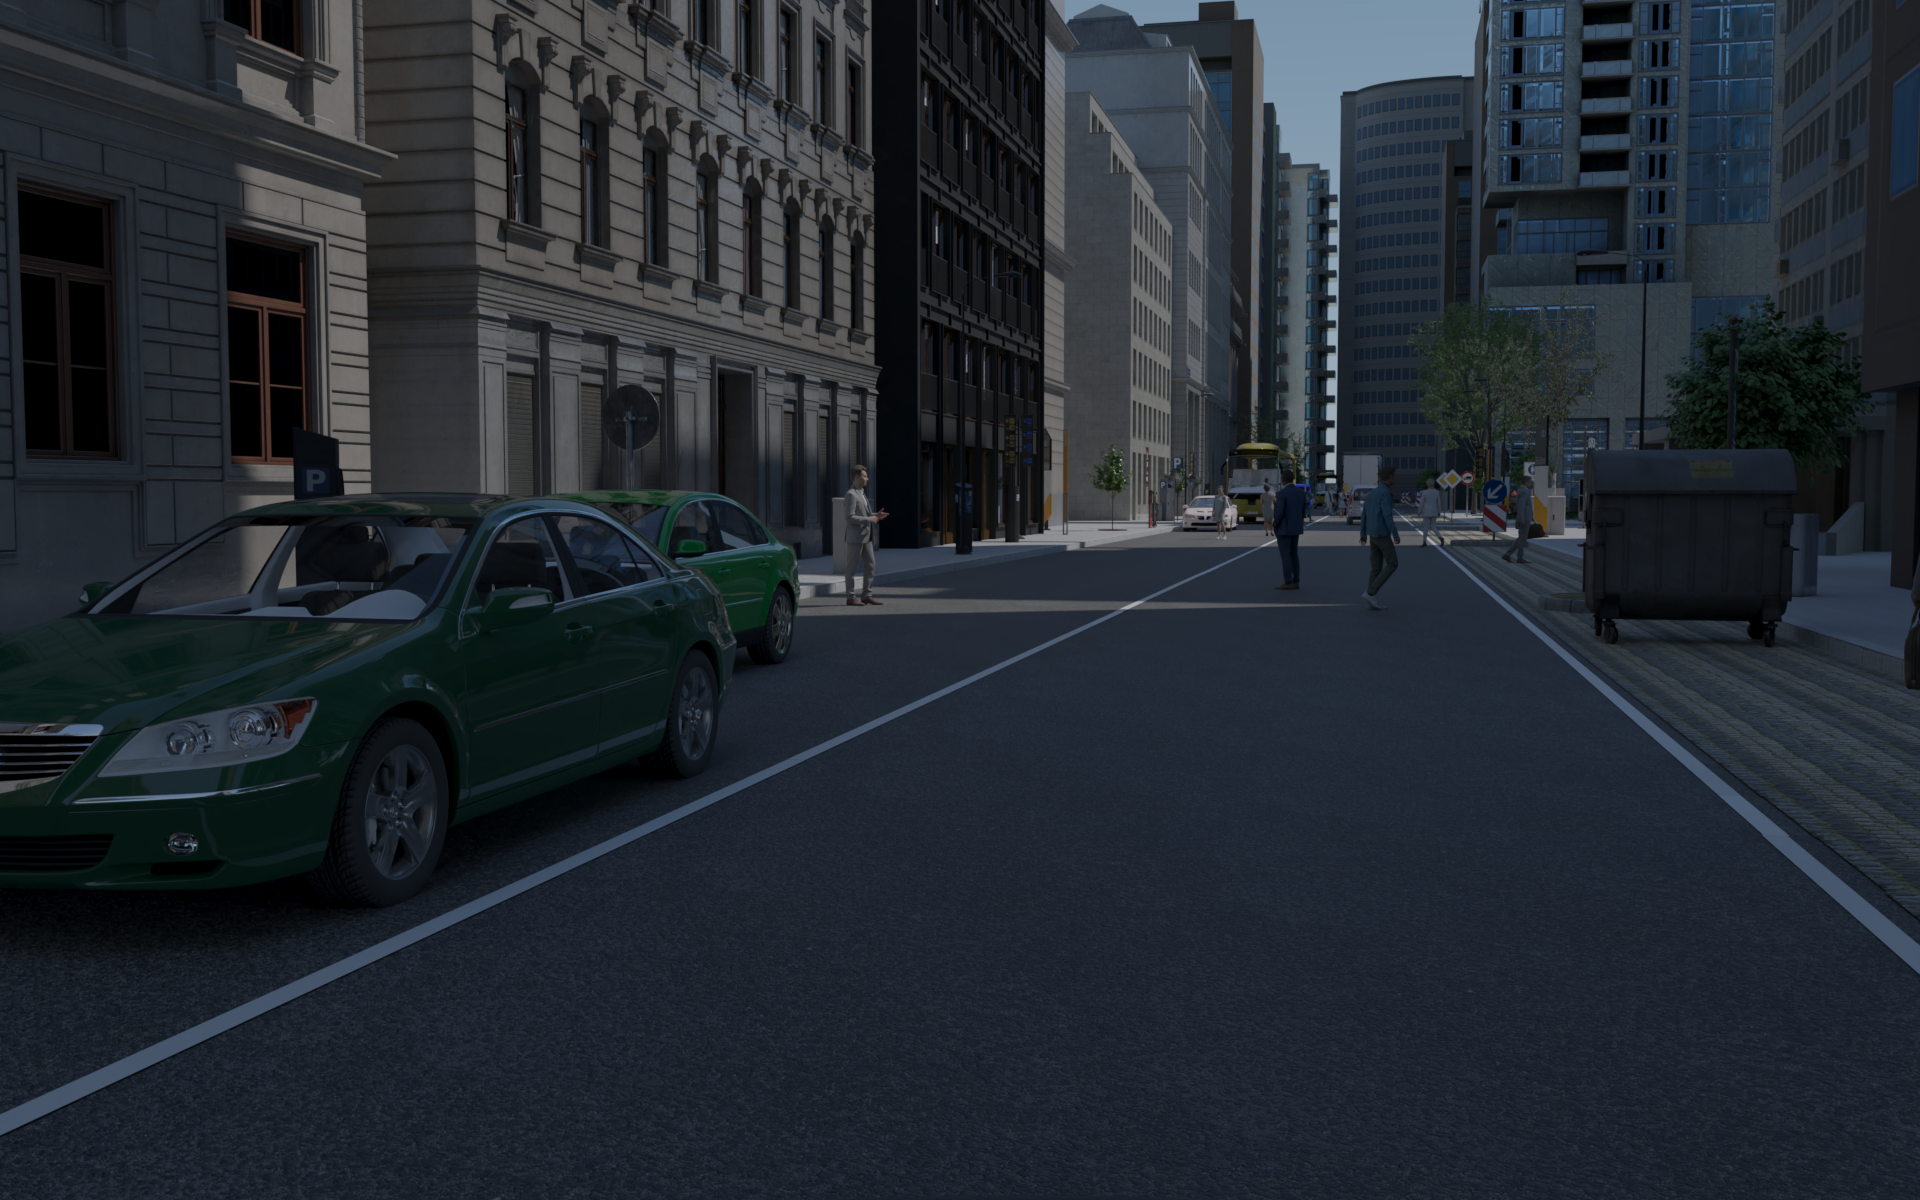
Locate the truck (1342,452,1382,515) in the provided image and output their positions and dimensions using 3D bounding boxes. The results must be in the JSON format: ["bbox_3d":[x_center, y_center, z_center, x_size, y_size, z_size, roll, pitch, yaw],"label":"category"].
[{"bbox_3d":[28.138,-8.073,120.908,2.839,4.237,11.283,1,4,15],"label":"truck"}]

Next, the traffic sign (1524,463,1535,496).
[{"bbox_3d":[18.236,-3.239,55.085,0.606,2.300,0.079,1,4,18],"label":"traffic sign"}]

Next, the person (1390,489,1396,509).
[{"bbox_3d":[31.875,-7.324,128.234,0.794,1.824,0.713,-2,4,-24],"label":"person"}]

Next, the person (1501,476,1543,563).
[{"bbox_3d":[11.619,-1.654,35.669,0.853,1.813,0.709,0,4,8],"label":"person"}]

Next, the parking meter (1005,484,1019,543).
[{"bbox_3d":[1.375,-2.287,45.797,0.372,1.533,0.369,0,3,0],"label":"parking meter"}]

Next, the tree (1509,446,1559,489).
[{"bbox_3d":[38.644,-8.144,116.867,4.285,4.588,4.351,0,3,0],"label":"tree"}]

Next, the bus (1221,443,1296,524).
[{"bbox_3d":[15.187,-5.837,86.990,2.896,3.916,12.252,1,4,15],"label":"bus"}]

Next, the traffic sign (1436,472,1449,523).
[{"bbox_3d":[21.728,-4.528,77.668,0.795,2.450,0.064,1,4,13],"label":"traffic sign"}]

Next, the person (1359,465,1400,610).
[{"bbox_3d":[5.166,-0.767,21.391,0.444,1.785,0.601,0,4,-7],"label":"person"}]

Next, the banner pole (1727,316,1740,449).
[{"bbox_3d":[10.981,-2.117,24.630,0.401,3.779,0.863,2,4,32],"label":"banner pole"}]

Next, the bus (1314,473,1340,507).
[{"bbox_3d":[42.855,-12.873,202.020,2.896,3.916,12.252,1,4,13],"label":"bus"}]

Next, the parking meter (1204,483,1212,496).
[{"bbox_3d":[12.793,-5.117,89.367,0.399,1.863,0.255,3,5,41],"label":"parking meter"}]

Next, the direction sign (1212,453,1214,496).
[{"bbox_3d":[13.843,-6.287,94.796,0.379,3.537,0.876,0,4,6],"label":"direction sign"}]

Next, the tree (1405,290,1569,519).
[{"bbox_3d":[27.217,-10.020,89.590,9.928,11.665,9.643,0,3,0],"label":"tree"}]

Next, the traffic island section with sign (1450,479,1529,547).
[{"bbox_3d":[14.537,-2.385,47.625,1.989,1.847,2.006,1,4,13],"label":"traffic island section with sign"}]

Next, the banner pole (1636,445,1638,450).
[{"bbox_3d":[30.415,-5.323,77.054,0.401,3.779,0.863,-3,5,-39],"label":"banner pole"}]

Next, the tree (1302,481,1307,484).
[{"bbox_3d":[43.724,-13.883,221.581,1.663,3.219,1.824,0,3,0],"label":"tree"}]

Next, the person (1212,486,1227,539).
[{"bbox_3d":[8.257,-2.780,54.955,0.512,1.701,0.522,2,4,31],"label":"person"}]

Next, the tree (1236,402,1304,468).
[{"bbox_3d":[23.801,-11.327,135.552,4.737,8.622,4.395,0,3,0],"label":"tree"}]

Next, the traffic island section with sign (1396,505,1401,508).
[{"bbox_3d":[45.537,-10.279,176.688,1.989,1.847,2.006,1,4,13],"label":"traffic island section with sign"}]

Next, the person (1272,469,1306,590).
[{"bbox_3d":[4.946,-1.058,25.973,0.721,1.800,0.419,-3,5,-43],"label":"person"}]

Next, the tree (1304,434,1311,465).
[{"bbox_3d":[37.235,-14.889,193.799,4.737,8.622,4.395,0,3,0],"label":"tree"}]

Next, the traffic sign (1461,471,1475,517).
[{"bbox_3d":[28.237,-5.889,96.398,0.768,2.556,0.104,1,4,17],"label":"traffic sign"}]

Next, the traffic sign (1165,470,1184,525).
[{"bbox_3d":[8.982,-4.213,72.528,0.795,2.450,0.064,1,4,13],"label":"traffic sign"}]

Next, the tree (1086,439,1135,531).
[{"bbox_3d":[5.452,-4.043,60.710,1.663,3.219,1.824,0,3,0],"label":"tree"}]

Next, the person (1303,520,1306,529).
[{"bbox_3d":[13.787,-3.676,70.405,0.589,1.601,0.330,0,4,-5],"label":"person"}]

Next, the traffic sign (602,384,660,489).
[{"bbox_3d":[-3.834,-1.225,20.129,0.768,2.556,0.104,1,4,21],"label":"traffic sign"}]

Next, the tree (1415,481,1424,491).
[{"bbox_3d":[56.266,-13.318,212.351,1.663,3.219,1.824,0,3,0],"label":"tree"}]

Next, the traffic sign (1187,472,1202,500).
[{"bbox_3d":[10.847,-4.688,80.293,0.795,2.450,0.064,1,4,13],"label":"traffic sign"}]

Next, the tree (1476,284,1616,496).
[{"bbox_3d":[20.601,-6.744,60.632,4.360,8.622,3.978,0,3,0],"label":"tree"}]

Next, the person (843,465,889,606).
[{"bbox_3d":[-1.219,-0.825,22.194,0.583,1.804,0.606,1,4,10],"label":"person"}]

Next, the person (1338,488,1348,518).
[{"bbox_3d":[22.844,-5.793,103.312,0.616,1.811,0.778,1,4,17],"label":"person"}]

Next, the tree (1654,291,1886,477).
[{"bbox_3d":[13.085,-2.718,28.154,4.285,4.588,4.351,0,3,0],"label":"tree"}]

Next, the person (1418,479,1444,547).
[{"bbox_3d":[12.604,-2.318,46.285,0.514,1.842,0.818,-2,4,-29],"label":"person"}]

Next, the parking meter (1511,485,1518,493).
[{"bbox_3d":[36.303,-6.587,113.413,0.399,1.863,0.255,0,4,5],"label":"parking meter"}]

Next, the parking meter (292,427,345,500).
[{"bbox_3d":[-5.605,-0.579,15.175,0.399,1.863,0.255,-1,4,-13],"label":"parking meter"}]

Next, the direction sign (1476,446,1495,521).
[{"bbox_3d":[24.765,-5.487,81.711,0.876,3.537,0.379,2,4,32],"label":"direction sign"}]

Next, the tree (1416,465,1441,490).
[{"bbox_3d":[53.406,-13.005,196.347,4.285,4.588,4.351,0,3,0],"label":"tree"}]

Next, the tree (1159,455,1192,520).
[{"bbox_3d":[10.721,-5.609,86.308,1.663,3.219,1.824,0,3,0],"label":"tree"}]

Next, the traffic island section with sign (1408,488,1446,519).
[{"bbox_3d":[27.513,-5.690,101.658,1.989,1.847,2.006,1,4,13],"label":"traffic island section with sign"}]

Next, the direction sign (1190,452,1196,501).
[{"bbox_3d":[12.591,-6.216,93.633,0.379,3.537,0.876,2,4,29],"label":"direction sign"}]

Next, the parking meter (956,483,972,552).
[{"bbox_3d":[0.087,-1.815,38.086,0.372,1.533,0.369,0,3,0],"label":"parking meter"}]

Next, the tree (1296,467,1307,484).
[{"bbox_3d":[34.666,-12.093,181.434,4.285,4.588,4.351,0,3,0],"label":"tree"}]

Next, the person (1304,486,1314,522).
[{"bbox_3d":[17.585,-4.854,87.842,0.713,1.824,0.794,-1,4,-21],"label":"person"}]

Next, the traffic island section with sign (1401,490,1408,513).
[{"bbox_3d":[33.932,-7.324,128.376,1.989,1.847,2.006,1,4,13],"label":"traffic island section with sign"}]

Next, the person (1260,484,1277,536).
[{"bbox_3d":[10.568,-3.066,58.988,0.716,1.782,0.532,0,4,3],"label":"person"}]

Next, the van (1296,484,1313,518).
[{"bbox_3d":[20.080,-6.109,104.272,2.240,2.365,5.245,1,4,15],"label":"van"}]

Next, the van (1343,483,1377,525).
[{"bbox_3d":[19.029,-4.545,81.325,2.013,2.044,4.112,1,4,11],"label":"van"}]

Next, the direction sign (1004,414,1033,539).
[{"bbox_3d":[1.666,-3.497,49.178,0.876,3.537,0.379,-1,4,-20],"label":"direction sign"}]

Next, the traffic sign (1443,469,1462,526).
[{"bbox_3d":[19.863,-4.053,69.903,0.795,2.450,0.064,1,4,13],"label":"traffic sign"}]

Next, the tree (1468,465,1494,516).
[{"bbox_3d":[30.468,-6.524,101.262,1.663,3.219,1.824,0,3,0],"label":"tree"}]

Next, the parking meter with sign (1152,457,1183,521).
[{"bbox_3d":[9.756,-5.226,81.710,1.738,3.016,0.543,-3,5,-45],"label":"parking meter with sign"}]

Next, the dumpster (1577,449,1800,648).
[{"bbox_3d":[6.980,-0.519,16.708,1.865,1.857,1.264,1,4,15],"label":"dumpster"}]

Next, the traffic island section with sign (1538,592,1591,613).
[{"bbox_3d":[8.241,-0.780,21.385,1.989,1.847,2.006,1,4,13],"label":"traffic island section with sign"}]

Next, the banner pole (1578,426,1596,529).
[{"bbox_3d":[23.284,-4.535,64.166,0.863,3.779,0.401,-2,4,-34],"label":"banner pole"}]

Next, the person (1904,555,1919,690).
[{"bbox_3d":[4.884,0.027,8.185,0.709,1.813,0.853,1,4,20],"label":"person"}]
